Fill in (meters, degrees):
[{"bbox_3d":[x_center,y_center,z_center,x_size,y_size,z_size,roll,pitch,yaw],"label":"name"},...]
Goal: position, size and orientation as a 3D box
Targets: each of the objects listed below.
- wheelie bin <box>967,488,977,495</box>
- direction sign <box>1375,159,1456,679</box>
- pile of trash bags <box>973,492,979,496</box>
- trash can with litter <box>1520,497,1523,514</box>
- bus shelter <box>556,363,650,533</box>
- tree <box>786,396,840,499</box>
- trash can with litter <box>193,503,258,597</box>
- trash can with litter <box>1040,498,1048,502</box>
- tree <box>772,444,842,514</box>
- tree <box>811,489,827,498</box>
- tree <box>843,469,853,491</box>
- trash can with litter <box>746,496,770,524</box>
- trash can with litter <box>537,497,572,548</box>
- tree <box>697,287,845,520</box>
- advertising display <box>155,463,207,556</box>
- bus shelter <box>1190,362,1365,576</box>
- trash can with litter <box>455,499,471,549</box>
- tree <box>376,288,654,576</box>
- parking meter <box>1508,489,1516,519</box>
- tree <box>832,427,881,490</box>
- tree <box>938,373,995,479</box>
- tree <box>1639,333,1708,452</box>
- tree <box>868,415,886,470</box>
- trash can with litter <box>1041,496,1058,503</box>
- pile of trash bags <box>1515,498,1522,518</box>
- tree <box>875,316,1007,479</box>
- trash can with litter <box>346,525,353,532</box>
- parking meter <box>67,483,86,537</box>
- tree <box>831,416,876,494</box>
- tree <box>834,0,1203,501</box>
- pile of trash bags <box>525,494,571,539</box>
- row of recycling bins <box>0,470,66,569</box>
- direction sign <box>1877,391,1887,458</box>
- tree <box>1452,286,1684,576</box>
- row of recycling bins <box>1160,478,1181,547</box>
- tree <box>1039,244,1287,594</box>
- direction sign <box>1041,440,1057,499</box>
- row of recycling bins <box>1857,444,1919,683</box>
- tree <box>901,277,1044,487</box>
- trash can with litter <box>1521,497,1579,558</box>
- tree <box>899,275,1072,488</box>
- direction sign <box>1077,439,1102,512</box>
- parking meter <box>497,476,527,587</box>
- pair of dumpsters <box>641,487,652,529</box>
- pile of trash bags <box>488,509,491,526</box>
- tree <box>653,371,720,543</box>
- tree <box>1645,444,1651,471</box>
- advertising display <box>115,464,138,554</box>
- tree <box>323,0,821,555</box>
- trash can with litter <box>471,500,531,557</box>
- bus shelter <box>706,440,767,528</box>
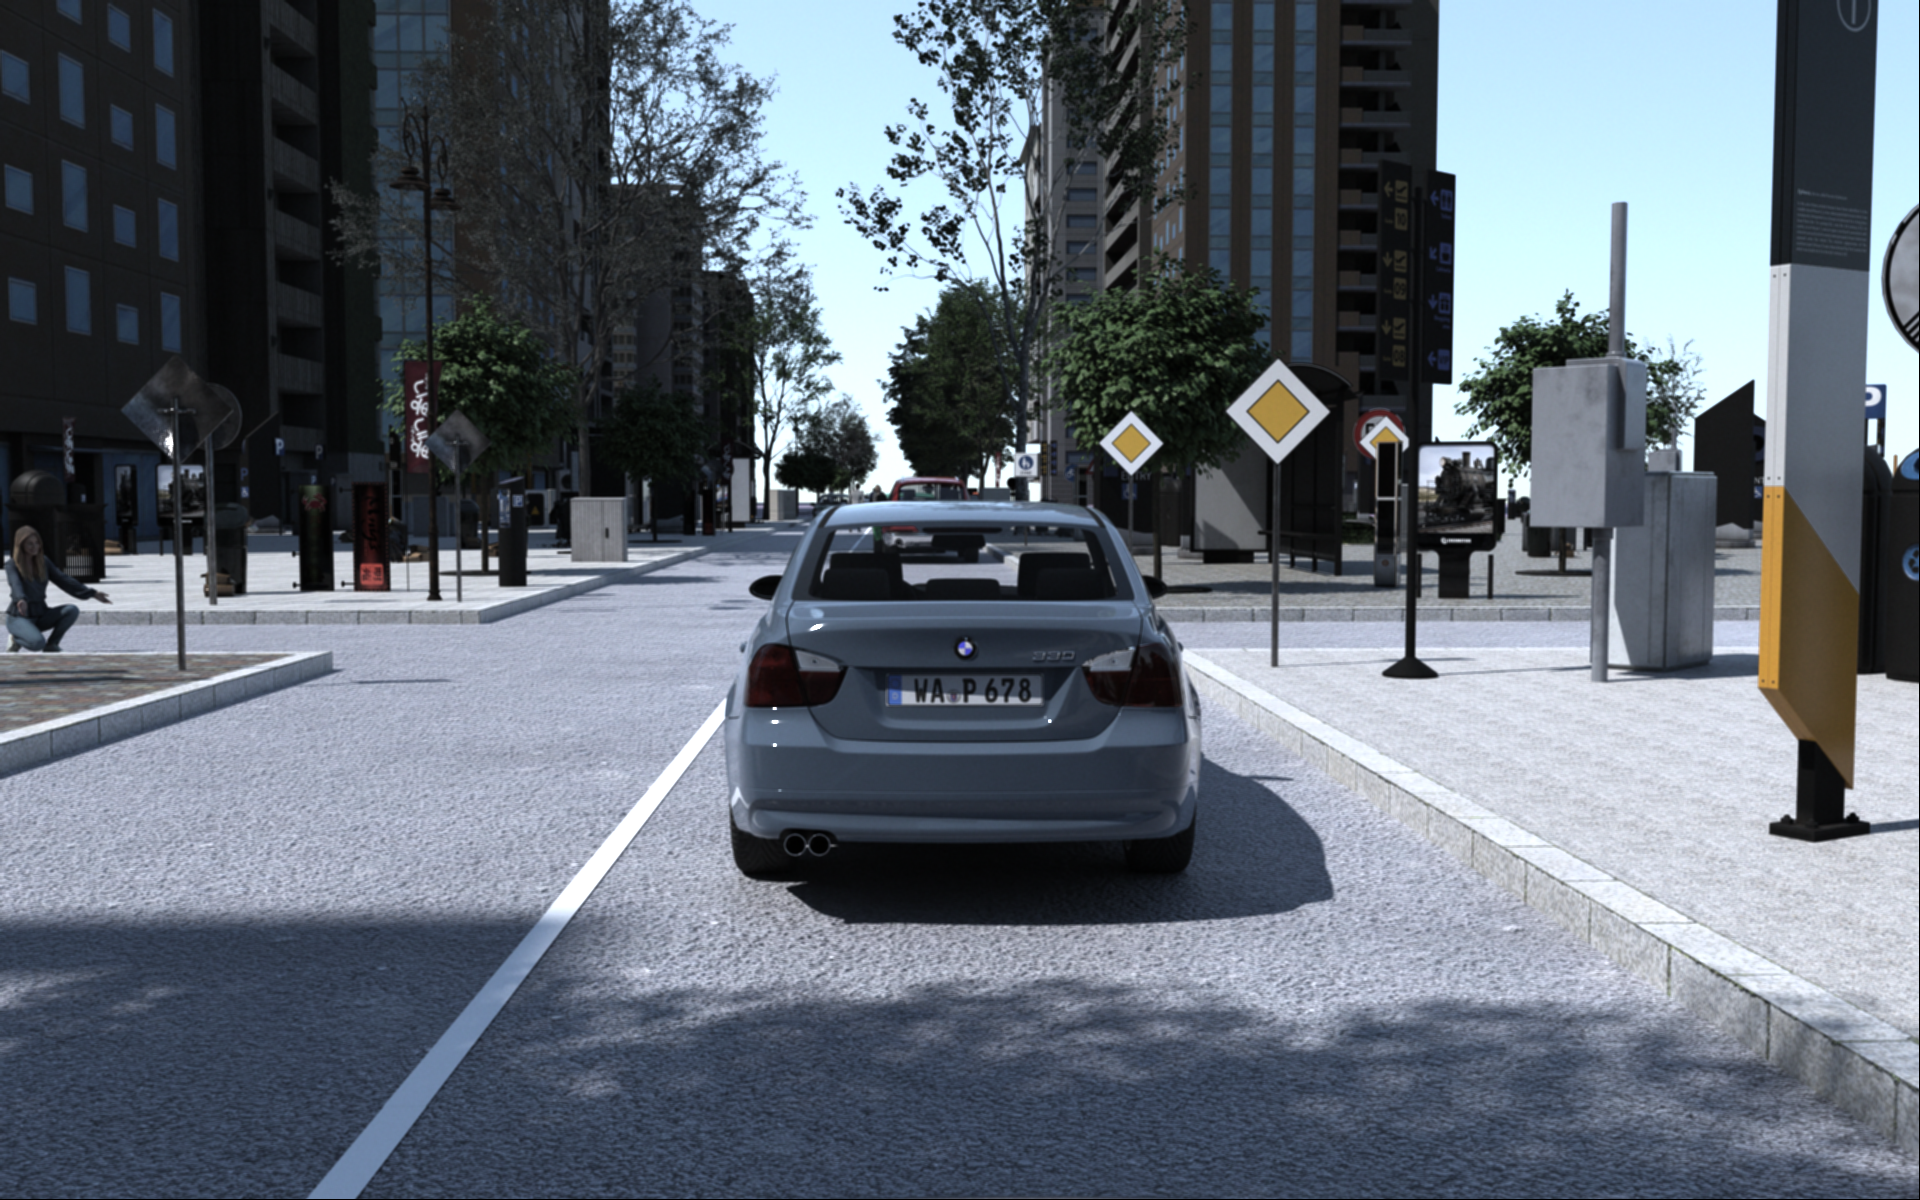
[{"bbox_3d":[0.635,-5.159,92.259,0.980,1.594,0.693,0,3,0],"label":"wheelie bin"},{"bbox_3d":[3.169,-1.229,12.093,0.876,3.537,0.379,-3,5,-41],"label":"direction sign"},{"bbox_3d":[1.097,-4.849,89.031,1.912,1.369,3.447,1,4,10],"label":"pile of trash bags"},{"bbox_3d":[25.213,-3.984,76.523,0.624,1.170,1.055,-1,4,-18],"label":"trash can with litter"},{"bbox_3d":[-11.483,-4.786,55.886,2.179,5.291,8.768,0,4,-2],"label":"bus shelter"},{"bbox_3d":[-10.721,-10.885,128.330,4.360,8.622,3.978,0,3,0],"label":"tree"},{"bbox_3d":[-9.279,-0.647,21.972,0.624,1.170,1.055,-1,4,-17],"label":"trash can with litter"},{"bbox_3d":[2.498,-2.851,57.993,1.055,1.170,0.624,0,4,3],"label":"trash can with litter"},{"bbox_3d":[-10.674,-7.976,114.126,4.285,4.588,4.351,0,3,0],"label":"tree"},{"bbox_3d":[-11.411,-8.993,141.633,1.663,3.219,1.824,0,3,0],"label":"tree"},{"bbox_3d":[-10.100,-8.435,121.618,4.285,4.588,4.351,0,3,0],"label":"tree"},{"bbox_3d":[-9.132,-3.952,75.677,1.678,1.210,2.233,0,4,-4],"label":"trash can with litter"},{"bbox_3d":[-9.672,-1.900,42.125,1.678,1.210,2.233,0,4,0],"label":"trash can with litter"},{"bbox_3d":[-9.518,-9.779,85.644,9.928,11.665,9.643,0,3,0],"label":"tree"},{"bbox_3d":[-16.241,-1.892,36.155,0.974,1.923,0.123,-1,4,-13],"label":"advertising display"},{"bbox_3d":[5.123,-2.172,29.436,2.014,3.302,5.546,0,4,-2],"label":"bus shelter"},{"bbox_3d":[-11.441,-1.789,40.630,0.624,1.170,1.055,-2,4,-32],"label":"trash can with litter"},{"bbox_3d":[-7.712,-2.689,27.686,4.285,4.588,4.351,0,3,0],"label":"tree"},{"bbox_3d":[28.000,-4.862,87.903,0.372,1.533,0.369,0,3,0],"label":"parking meter"},{"bbox_3d":[-14.666,-18.417,235.527,8.767,10.594,7.601,1,4,9],"label":"tree"},{"bbox_3d":[0.233,-9.091,98.994,4.737,8.622,4.395,0,3,0],"label":"tree"},{"bbox_3d":[31.959,-7.848,78.675,4.360,8.622,3.978,0,3,0],"label":"tree"},{"bbox_3d":[-13.869,-17.927,203.473,12.009,13.543,11.850,0,3,0],"label":"tree"},{"bbox_3d":[2.372,-2.620,53.893,2.233,1.210,1.678,0,4,-3],"label":"trash can with litter"},{"bbox_3d":[31.835,-5.247,95.548,3.447,1.369,1.912,-3,5,-44],"label":"pile of trash bags"},{"bbox_3d":[-0.876,-12.699,114.287,9.857,13.997,8.962,0,3,0],"label":"tree"},{"bbox_3d":[-18.912,-2.665,54.954,1.055,1.170,0.624,-3,4,-39],"label":"trash can with litter"},{"bbox_3d":[-19.713,-1.850,38.663,0.372,1.533,0.369,0,3,0],"label":"parking meter"},{"bbox_3d":[-15.502,-20.316,250.287,7.486,12.596,7.792,0,3,0],"label":"tree"},{"bbox_3d":[2.111,-12.357,57.924,12.611,20.169,13.585,0,3,0],"label":"tree"},{"bbox_3d":[-11.393,-2.461,49.993,3.447,1.369,1.912,0,4,2],"label":"pile of trash bags"},{"bbox_3d":[-17.185,-1.365,29.437,3.534,1.692,1.069,-2,4,-28],"label":"row of recycling bins"},{"bbox_3d":[19.970,-2.789,37.604,0.379,3.537,0.876,1,4,19],"label":"direction sign"},{"bbox_3d":[9.608,-2.688,27.660,4.285,4.588,4.351,0,3,0],"label":"tree"},{"bbox_3d":[5.737,-2.136,42.030,1.069,1.692,3.534,-2,4,-26],"label":"row of recycling bins"},{"bbox_3d":[2.697,-2.398,22.925,4.285,4.588,4.351,0,3,0],"label":"tree"},{"bbox_3d":[3.764,-4.985,73.497,0.876,3.537,0.379,3,5,43],"label":"direction sign"},{"bbox_3d":[6.954,-0.267,11.473,1.069,1.692,3.534,-1,4,-23],"label":"row of recycling bins"},{"bbox_3d":[0.656,-10.574,91.008,7.486,12.596,7.792,0,3,0],"label":"tree"},{"bbox_3d":[12.036,-1.457,35.207,1.055,1.170,0.624,1,4,15],"label":"trash can with litter"},{"bbox_3d":[1.187,-9.498,81.052,9.928,11.665,9.643,0,3,0],"label":"tree"},{"bbox_3d":[2.517,-2.388,31.038,0.876,3.537,0.379,1,4,18],"label":"direction sign"},{"bbox_3d":[-6.227,-0.958,24.074,0.372,1.533,0.369,0,3,0],"label":"parking meter"},{"bbox_3d":[-12.109,-3.757,63.925,1.574,2.255,4.437,0,4,-2],"label":"pair of dumpsters"},{"bbox_3d":[-17.309,-3.542,67.670,1.912,1.369,3.447,-2,4,-26],"label":"pile of trash bags"},{"bbox_3d":[-8.093,-3.814,46.077,4.285,4.588,4.351,0,3,0],"label":"tree"},{"bbox_3d":[21.840,-3.740,55.747,1.663,3.219,1.824,0,3,0],"label":"tree"},{"bbox_3d":[-18.105,-1.983,37.630,0.974,1.923,0.123,3,5,45],"label":"advertising display"},{"bbox_3d":[-8.024,-7.727,36.710,12.009,13.543,11.850,0,3,0],"label":"tree"},{"bbox_3d":[-9.267,-1.459,35.242,1.055,1.170,0.624,1,4,22],"label":"trash can with litter"},{"bbox_3d":[-8.673,-4.482,67.209,2.014,3.302,5.546,0,4,-2],"label":"bus shelter"}]
